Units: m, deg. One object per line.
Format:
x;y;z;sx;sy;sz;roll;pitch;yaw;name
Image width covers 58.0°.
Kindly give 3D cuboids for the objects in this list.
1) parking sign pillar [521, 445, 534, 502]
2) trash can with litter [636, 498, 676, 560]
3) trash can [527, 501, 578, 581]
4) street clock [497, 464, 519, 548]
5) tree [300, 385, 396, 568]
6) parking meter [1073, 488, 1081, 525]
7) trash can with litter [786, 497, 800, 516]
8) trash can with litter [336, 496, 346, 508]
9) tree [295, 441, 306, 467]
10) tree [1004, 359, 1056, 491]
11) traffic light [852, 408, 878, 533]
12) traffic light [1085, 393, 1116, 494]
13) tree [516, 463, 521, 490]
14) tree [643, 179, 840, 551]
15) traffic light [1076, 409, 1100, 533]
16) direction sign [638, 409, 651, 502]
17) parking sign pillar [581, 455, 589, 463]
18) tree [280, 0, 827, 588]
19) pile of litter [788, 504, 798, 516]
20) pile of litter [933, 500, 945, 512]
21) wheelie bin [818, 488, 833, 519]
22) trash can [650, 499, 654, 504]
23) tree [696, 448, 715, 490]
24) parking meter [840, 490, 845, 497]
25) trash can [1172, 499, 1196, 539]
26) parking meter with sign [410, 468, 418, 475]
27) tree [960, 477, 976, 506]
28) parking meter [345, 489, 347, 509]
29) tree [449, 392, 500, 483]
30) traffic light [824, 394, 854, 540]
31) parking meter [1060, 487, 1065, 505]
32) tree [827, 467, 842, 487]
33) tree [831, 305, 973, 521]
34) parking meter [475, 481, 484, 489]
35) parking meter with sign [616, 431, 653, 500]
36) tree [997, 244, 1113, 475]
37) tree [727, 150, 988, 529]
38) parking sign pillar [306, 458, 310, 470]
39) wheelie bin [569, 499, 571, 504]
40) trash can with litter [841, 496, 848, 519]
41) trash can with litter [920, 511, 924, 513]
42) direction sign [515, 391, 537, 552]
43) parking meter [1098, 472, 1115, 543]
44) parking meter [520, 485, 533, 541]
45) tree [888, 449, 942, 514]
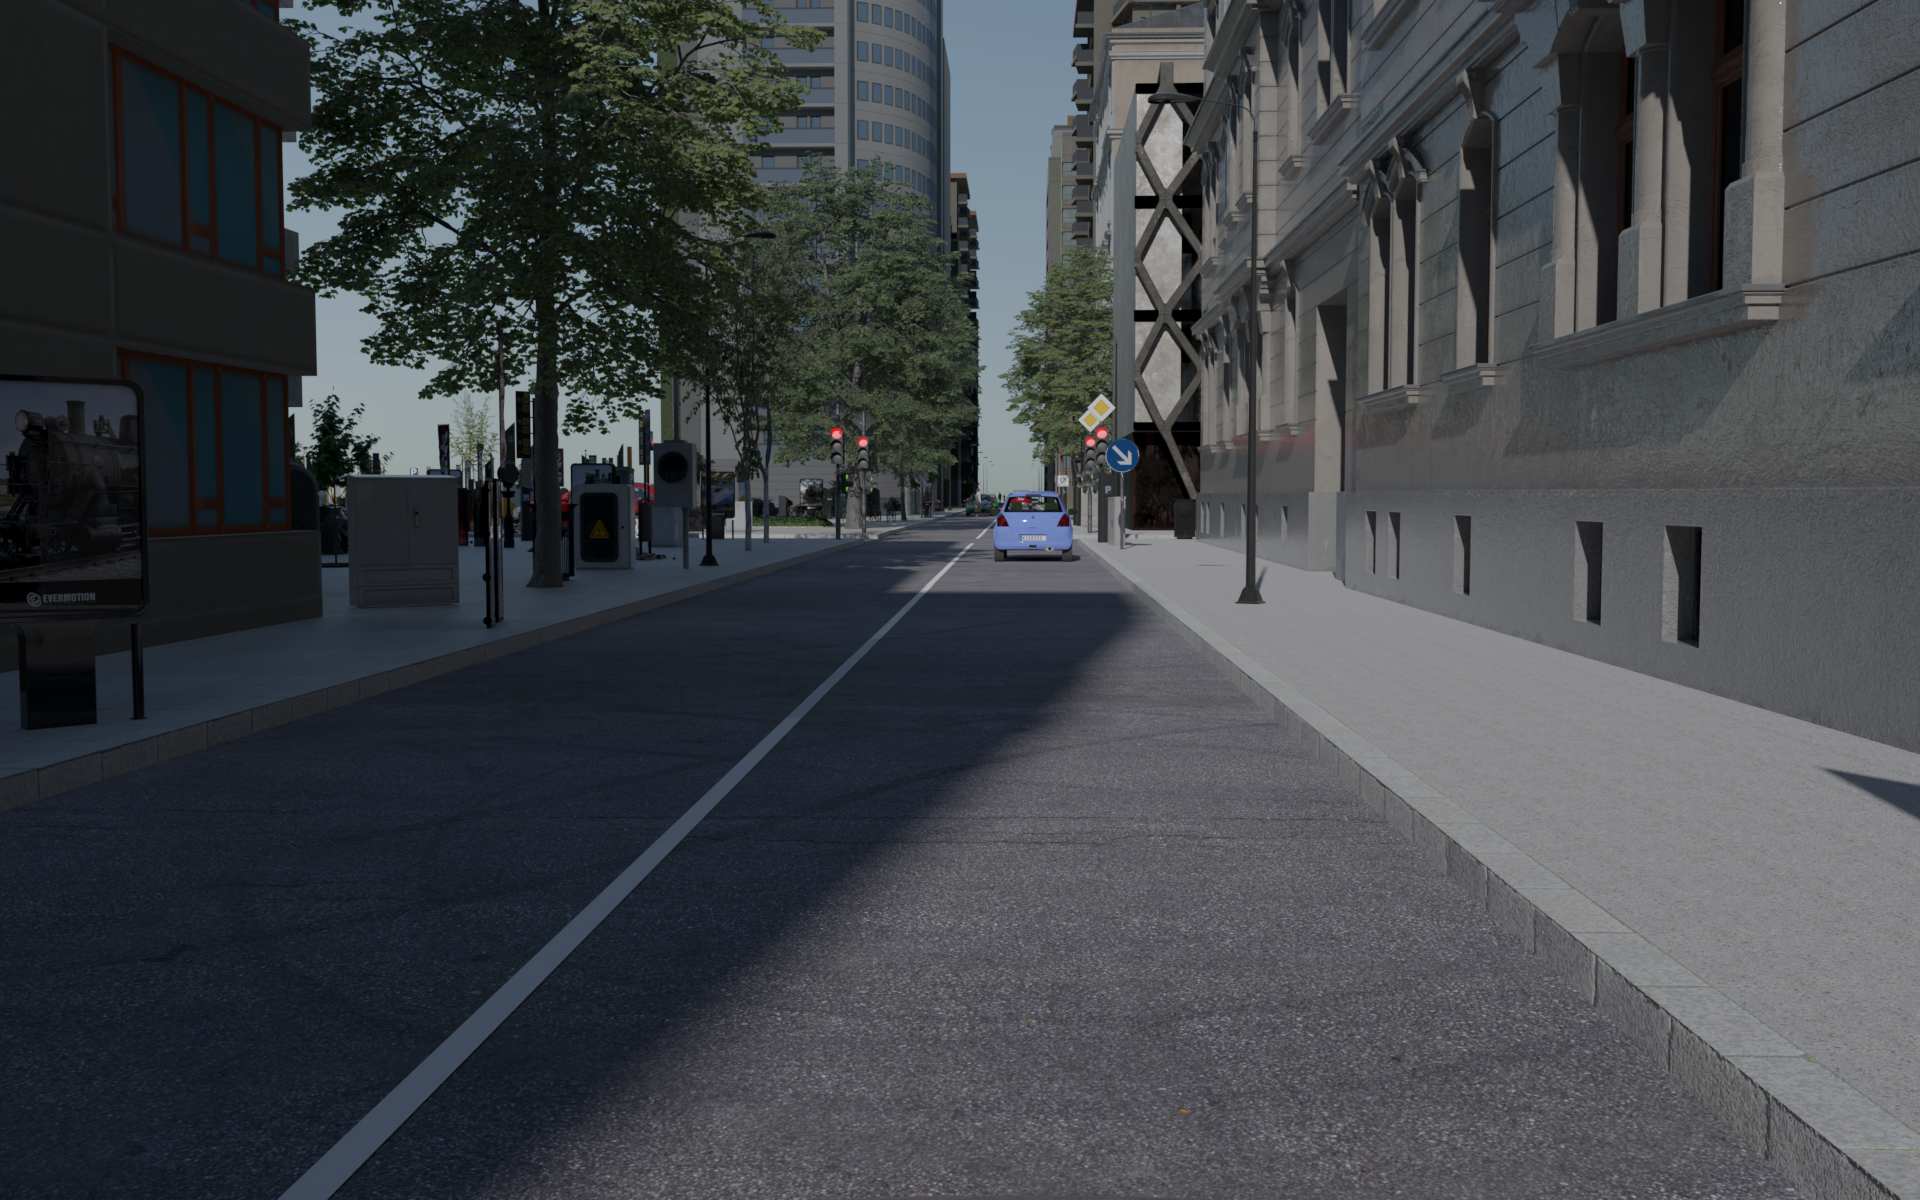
-22.727;-6.320;91.796;1.447;3.967;1.447;3;5;44;parking sign pillar
-6.394;-1.394;33.844;1.678;1.210;2.233;1;4;10;trash can with litter
-6.031;-0.858;25.687;0.748;1.137;0.748;0;3;0;trash can
-10.751;-2.243;41.245;0.358;2.002;0.471;3;5;43;street clock
-11.061;-2.191;30.431;1.663;3.219;1.824;0;3;0;tree
4.824;-3.829;71.016;0.372;1.533;0.369;0;3;0;parking meter
-8.541;-4.680;87.907;1.055;1.170;0.624;-1;4;-19;trash can with litter
-28.764;-4.215;79.979;2.233;1.210;1.678;2;4;29;trash can with litter
-35.231;-6.452;89.209;4.285;4.588;4.351;0;3;0;tree
12.737;-22.108;217.352;12.611;20.169;13.585;0;3;0;tree
-3.134;-4.149;56.757;0.839;4.253;0.868;0;4;2;traffic light
3.935;-3.646;48.528;0.839;4.253;0.868;0;4;2;traffic light
-25.098;-6.418;99.536;1.663;3.219;1.824;0;3;0;tree
-5.003;-5.416;38.907;4.360;8.622;3.978;0;3;0;tree
4.223;-4.134;56.508;0.839;4.253;0.868;0;4;2;traffic light
-8.478;-3.340;46.605;0.379;3.537;0.876;-2;4;-29;direction sign
-25.258;-7.973;118.824;1.447;3.967;1.447;-2;4;-29;parking sign pillar
-5.737;-6.475;23.989;7.486;12.596;7.792;0;3;0;tree
-7.667;-3.854;76.972;1.176;0.858;1.719;1;4;10;pile of litter
-1.836;-6.903;126.830;1.719;0.858;1.176;-2;4;-24;pile of litter
-6.878;-4.864;87.427;0.693;1.594;0.980;1;4;22;wheelie bin
-8.629;-2.322;49.615;0.748;1.137;0.748;0;3;0;trash can
-16.670;-7.436;105.299;4.285;4.588;4.351;0;3;0;tree
-6.331;-5.153;92.667;0.372;1.533;0.369;0;3;0;parking meter
6.384;-2.294;49.165;0.748;1.137;0.748;0;3;0;trash can
-36.362;-7.366;116.696;0.543;3.016;1.738;1;4;11;parking meter with sign
1.020;-12.206;194.166;1.663;3.219;1.824;0;3;0;tree
-47.103;-7.801;133.250;0.255;1.863;0.399;3;5;44;parking meter
-34.324;-10.530;122.531;4.737;8.622;4.395;0;3;0;tree
-3.422;-3.661;48.777;0.839;4.253;0.868;0;4;2;traffic light
6.782;-6.601;113.629;0.399;1.863;0.255;-2;4;-31;parking meter
-8.342;-7.878;123.412;1.663;3.219;1.824;0;3;0;tree
-3.025;-9.070;82.712;7.601;10.594;8.767;-1;4;-10;tree
-21.574;-4.416;77.911;0.399;1.863;0.255;1;4;17;parking meter
-9.408;-3.163;47.971;1.738;3.016;0.543;1;4;11;parking meter with sign
5.415;-9.870;79.510;7.486;12.596;7.792;0;3;0;tree
-3.995;-9.582;63.329;9.857;13.997;8.962;0;3;0;tree
-43.800;-7.865;117.062;1.447;3.967;1.447;0;4;-8;parking sign pillar
-9.035;-2.090;42.081;0.980;1.594;0.693;0;4;-1;wheelie bin
-5.836;-4.769;89.366;0.624;1.170;1.055;-2;4;-35;trash can with litter
-3.084;-6.552;118.177;2.233;1.210;1.678;-2;4;-24;trash can with litter
-9.405;-2.832;38.302;0.876;3.537;0.379;-3;5;-43;direction sign
3.860;-2.448;45.742;0.399;1.863;0.255;-2;4;-24;parking meter
-11.829;-2.381;47.345;0.372;1.533;0.369;0;3;0;parking meter
-2.878;-7.799;111.227;4.285;4.588;4.351;0;3;0;tree
